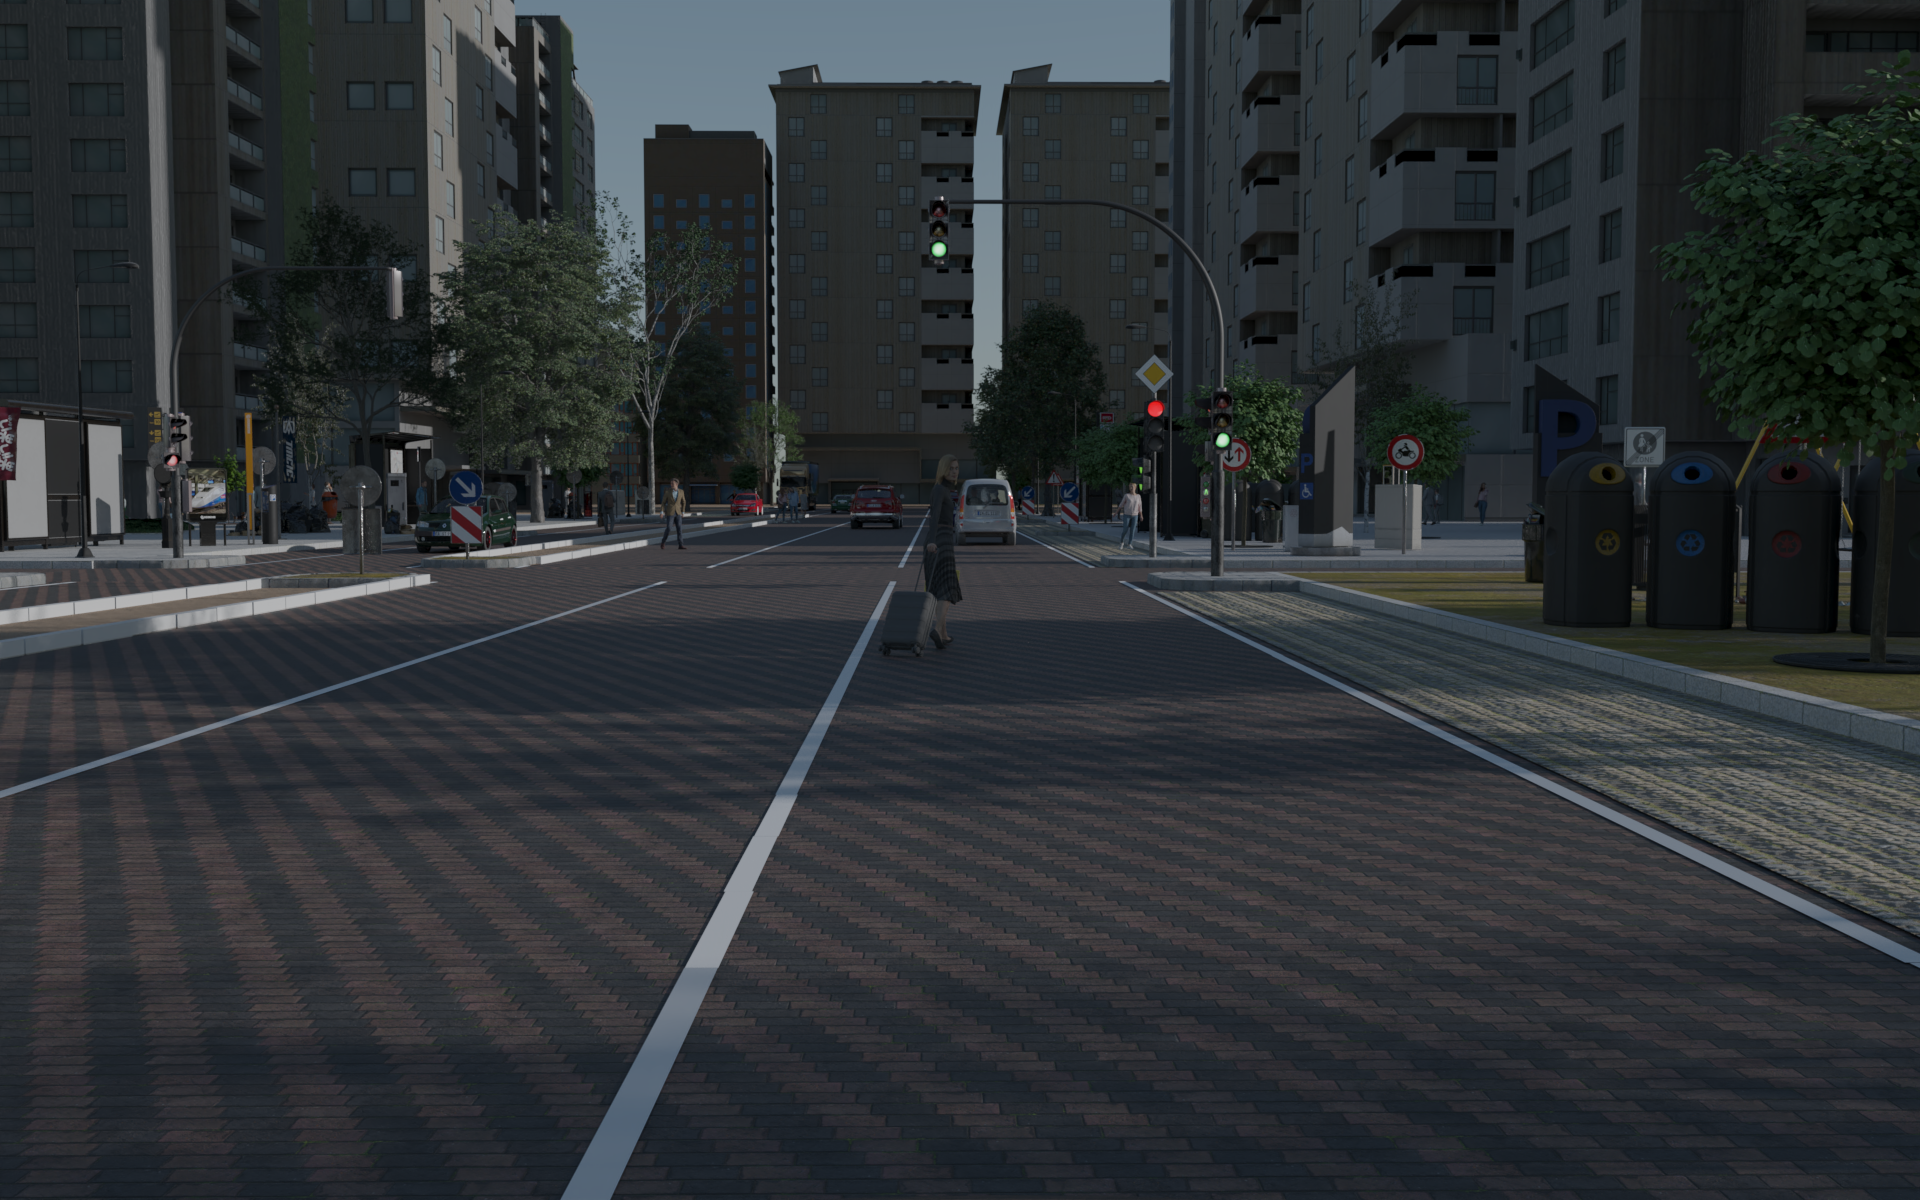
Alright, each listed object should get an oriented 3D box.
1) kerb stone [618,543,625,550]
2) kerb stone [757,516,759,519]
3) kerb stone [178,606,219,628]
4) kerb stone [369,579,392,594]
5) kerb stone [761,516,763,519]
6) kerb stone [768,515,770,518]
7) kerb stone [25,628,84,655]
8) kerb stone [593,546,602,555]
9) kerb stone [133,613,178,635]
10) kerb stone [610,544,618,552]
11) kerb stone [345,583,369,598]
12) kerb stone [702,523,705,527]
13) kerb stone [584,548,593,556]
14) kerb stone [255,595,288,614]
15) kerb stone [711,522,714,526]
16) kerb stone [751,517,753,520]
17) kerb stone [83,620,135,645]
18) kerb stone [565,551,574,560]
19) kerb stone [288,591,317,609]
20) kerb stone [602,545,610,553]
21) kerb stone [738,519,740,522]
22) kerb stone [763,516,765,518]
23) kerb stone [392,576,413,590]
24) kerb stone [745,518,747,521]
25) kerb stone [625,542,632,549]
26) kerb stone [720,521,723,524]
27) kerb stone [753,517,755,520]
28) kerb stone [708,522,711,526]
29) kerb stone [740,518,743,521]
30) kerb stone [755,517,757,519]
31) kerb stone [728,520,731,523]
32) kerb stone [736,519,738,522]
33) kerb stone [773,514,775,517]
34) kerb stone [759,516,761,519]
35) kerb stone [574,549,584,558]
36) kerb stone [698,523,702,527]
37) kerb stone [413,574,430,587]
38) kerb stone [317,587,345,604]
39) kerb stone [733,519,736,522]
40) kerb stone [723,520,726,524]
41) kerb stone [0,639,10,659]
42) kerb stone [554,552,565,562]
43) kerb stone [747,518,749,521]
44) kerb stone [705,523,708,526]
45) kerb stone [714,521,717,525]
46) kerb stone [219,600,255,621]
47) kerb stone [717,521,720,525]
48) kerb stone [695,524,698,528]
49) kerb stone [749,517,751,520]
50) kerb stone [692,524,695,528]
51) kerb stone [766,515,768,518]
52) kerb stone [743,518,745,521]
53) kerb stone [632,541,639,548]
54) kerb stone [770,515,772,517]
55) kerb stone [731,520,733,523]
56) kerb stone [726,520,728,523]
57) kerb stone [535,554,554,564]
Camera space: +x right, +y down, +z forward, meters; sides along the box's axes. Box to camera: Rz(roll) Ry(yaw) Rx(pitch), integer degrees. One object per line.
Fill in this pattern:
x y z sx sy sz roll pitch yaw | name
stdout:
-8.751 -1.341 44.125 0.120 0.150 1.000 0 4 -1 | kerb stone
-11.537 -4.598 97.379 0.120 0.150 1.000 0 4 -1 | kerb stone
-8.423 0.199 18.999 0.120 0.150 1.000 0 4 -1 | kerb stone
-8.508 -0.174 25.144 0.120 0.150 1.000 0 4 -1 | kerb stone
-11.566 -4.722 99.437 0.120 0.150 1.000 0 4 -1 | kerb stone
-11.621 -4.974 103.536 0.120 0.150 1.000 0 4 -1 | kerb stone
-8.383 0.387 15.915 0.120 0.150 1.000 0 4 -1 | kerb stone
-8.706 -1.153 41.053 0.120 0.150 1.000 0 4 -1 | kerb stone
-8.419 0.261 17.973 0.120 0.150 1.000 0 4 -1 | kerb stone
-8.739 -1.274 43.097 0.120 0.150 1.000 0 4 -1 | kerb stone
-8.498 -0.110 24.122 0.120 0.150 1.000 0 4 -1 | kerb stone
-11.260 -3.219 74.832 0.120 0.150 1.000 0 4 -1 | kerb stone
-8.702 -1.090 40.016 0.120 0.150 1.000 0 4 -1 | kerb stone
-8.448 0.070 21.053 0.120 0.150 1.000 0 4 -1 | kerb stone
-11.295 -3.407 77.902 0.120 0.150 1.000 0 4 -1 | kerb stone
-11.504 -4.410 94.304 0.120 0.150 1.000 0 4 -1 | kerb stone
-8.389 0.323 16.943 0.120 0.150 1.000 0 4 -1 | kerb stone
-8.676 -0.965 37.966 0.120 0.150 1.000 0 4 -1 | kerb stone
-8.464 0.010 22.075 0.120 0.150 1.000 0 4 -1 | kerb stone
-8.723 -1.216 42.075 0.120 0.150 1.000 0 4 -1 | kerb stone
-11.423 -4.030 88.150 0.120 0.150 1.000 0 4 -1 | kerb stone
-11.591 -4.787 100.468 0.120 0.150 1.000 0 4 -1 | kerb stone
-8.520 -0.243 26.165 0.120 0.150 1.000 0 4 -1 | kerb stone
-11.466 -4.219 91.228 0.120 0.150 1.000 0 4 -1 | kerb stone
-8.770 -1.404 45.147 0.120 0.150 1.000 0 4 -1 | kerb stone
-11.338 -3.594 80.975 0.120 0.150 1.000 0 4 -1 | kerb stone
-11.517 -4.470 95.327 0.120 0.150 1.000 0 4 -1 | kerb stone
-11.278 -3.345 76.878 0.120 0.150 1.000 0 4 -1 | kerb stone
-11.439 -4.096 89.172 0.120 0.150 1.000 0 4 -1 | kerb stone
-11.530 -4.531 96.349 0.120 0.150 1.000 0 4 -1 | kerb stone
-11.366 -3.783 84.047 0.120 0.150 1.000 0 4 -1 | kerb stone
-11.411 -3.971 87.123 0.120 0.150 1.000 0 4 -1 | kerb stone
-11.659 -5.163 106.604 0.120 0.150 1.000 0 4 -1 | kerb stone
-11.560 -4.662 98.415 0.120 0.150 1.000 0 4 -1 | kerb stone
-8.679 -1.021 38.995 0.120 0.150 1.000 0 4 -1 | kerb stone
-11.233 -3.157 73.807 0.120 0.150 1.000 0 4 -1 | kerb stone
-8.530 -0.306 27.198 0.120 0.150 1.000 0 4 -1 | kerb stone
-8.475 -0.055 23.097 0.120 0.150 1.000 0 4 -1 | kerb stone
-11.398 -3.909 86.099 0.120 0.150 1.000 0 4 -1 | kerb stone
-11.340 -3.655 82.003 0.120 0.150 1.000 0 4 -1 | kerb stone
-8.368 0.450 14.888 0.120 0.150 1.000 0 4 -1 | kerb stone
-8.653 -0.902 36.943 0.120 0.150 1.000 0 4 -1 | kerb stone
-11.474 -4.285 92.250 0.120 0.150 1.000 0 4 -1 | kerb stone
-11.258 -3.278 75.855 0.120 0.150 1.000 0 4 -1 | kerb stone
-11.306 -3.470 78.924 0.120 0.150 1.000 0 4 -1 | kerb stone
-8.443 0.132 20.031 0.120 0.150 1.000 0 4 -1 | kerb stone
-11.318 -3.533 79.952 0.120 0.150 1.000 0 4 -1 | kerb stone
-11.225 -3.094 72.779 0.120 0.150 1.000 0 4 -1 | kerb stone
-11.493 -4.348 93.280 0.120 0.150 1.000 0 4 -1 | kerb stone
-11.213 -3.031 71.757 0.120 0.150 1.000 0 4 -1 | kerb stone
-11.608 -4.912 102.514 0.120 0.150 1.000 0 4 -1 | kerb stone
-11.454 -4.158 90.200 0.120 0.150 1.000 0 4 -1 | kerb stone
-8.778 -1.458 46.170 0.120 0.150 1.000 0 4 -1 | kerb stone
-11.639 -5.038 104.558 0.120 0.150 1.000 0 4 -1 | kerb stone
-11.380 -3.842 85.077 0.120 0.150 1.000 0 4 -1 | kerb stone
-11.357 -3.720 83.025 0.120 0.150 1.000 0 4 -1 | kerb stone
-8.635 -0.839 35.918 0.120 0.150 1.000 0 4 -1 | kerb stone
